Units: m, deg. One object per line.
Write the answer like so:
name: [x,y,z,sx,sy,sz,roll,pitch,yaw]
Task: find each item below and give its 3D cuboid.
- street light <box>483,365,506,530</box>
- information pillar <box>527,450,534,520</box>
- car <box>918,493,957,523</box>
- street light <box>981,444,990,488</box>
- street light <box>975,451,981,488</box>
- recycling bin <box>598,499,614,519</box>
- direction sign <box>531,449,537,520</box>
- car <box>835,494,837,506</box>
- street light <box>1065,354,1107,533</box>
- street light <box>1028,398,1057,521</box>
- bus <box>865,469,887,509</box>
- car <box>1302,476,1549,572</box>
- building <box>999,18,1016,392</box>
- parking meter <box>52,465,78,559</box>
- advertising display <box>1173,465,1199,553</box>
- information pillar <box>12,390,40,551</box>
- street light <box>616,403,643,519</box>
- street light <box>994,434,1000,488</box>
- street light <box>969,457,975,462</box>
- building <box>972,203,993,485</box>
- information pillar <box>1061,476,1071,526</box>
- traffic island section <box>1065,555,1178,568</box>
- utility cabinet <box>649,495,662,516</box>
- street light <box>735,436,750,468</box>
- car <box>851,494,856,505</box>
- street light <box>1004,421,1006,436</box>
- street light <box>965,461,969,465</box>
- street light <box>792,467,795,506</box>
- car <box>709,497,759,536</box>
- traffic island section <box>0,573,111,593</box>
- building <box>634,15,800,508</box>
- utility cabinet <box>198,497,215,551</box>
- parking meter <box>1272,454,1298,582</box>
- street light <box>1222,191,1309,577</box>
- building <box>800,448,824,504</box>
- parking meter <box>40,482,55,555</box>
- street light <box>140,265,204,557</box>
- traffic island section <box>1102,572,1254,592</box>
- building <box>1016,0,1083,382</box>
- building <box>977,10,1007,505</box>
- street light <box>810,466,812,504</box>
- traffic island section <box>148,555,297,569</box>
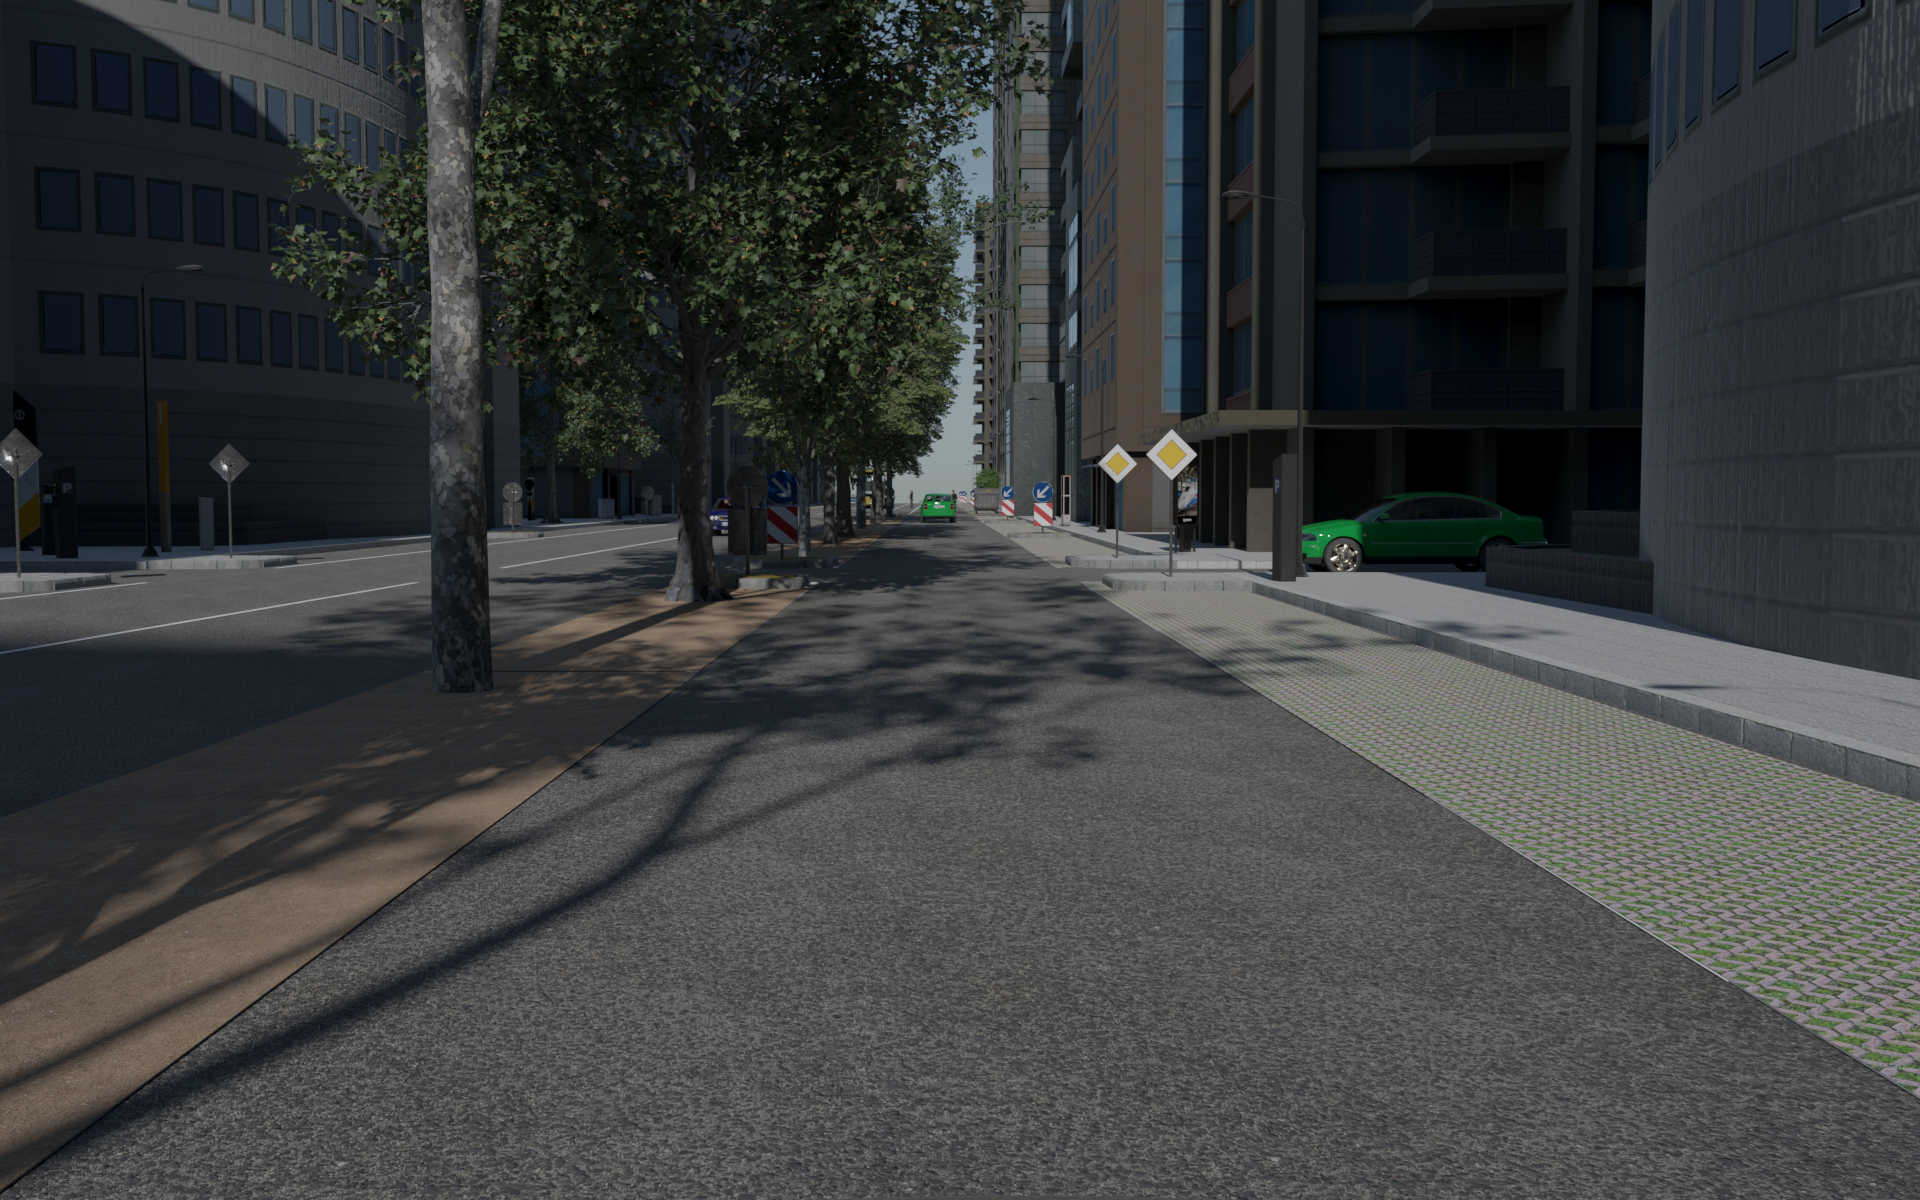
street light: [-16.317,-5.434,61.386,1.470,5.913,1.316,0,4,-1]
information pillar: [-20.956,-5.699,84.528,0.183,3.616,0.504,1,4,14]
car: [-1.114,-4.780,86.942,1.959,1.807,4.718,0,4,-2]
street light: [2.921,-11.456,159.851,1.470,5.913,1.316,0,4,-1]
street light: [2.602,-13.053,185.960,1.470,5.913,1.316,0,4,-1]
recycling bin: [-18.213,-4.687,89.180,0.722,1.027,0.722,-1,4,-20]
direction sign: [-21.060,-5.707,85.309,0.379,3.537,0.876,-1,4,-9]
car: [-13.205,-10.368,181.321,2.131,1.459,4.920,0,4,1]
street light: [4.191,-5.203,57.618,1.470,5.913,1.316,0,4,-1]
street light: [3.992,-6.800,83.729,1.470,5.913,1.316,0,4,-1]
bus: [-8.492,-11.052,172.243,2.896,3.916,12.252,0,3,0]
car: [8.077,-1.366,31.125,4.718,1.807,1.959,0,4,-1]
building: [18.501,-35.624,171.690,28.713,52.752,27.495,0,4,-1]
parking meter: [-17.837,-1.761,34.506,0.255,1.863,0.399,3,5,44]
advertising display: [4.966,-2.014,38.137,0.123,1.923,0.974,3,4,36]
information pillar: [-20.996,-2.910,38.939,0.504,3.616,0.183,0,4,-5]
street light: [-16.711,-7.031,87.493,1.470,5.913,1.316,0,4,-1]
street light: [3.293,-9.859,133.743,1.470,5.913,1.316,0,4,-1]
street light: [2.164,-14.946,216.907,1.470,5.913,1.316,0,4,-1]
building: [13.013,-36.694,254.568,22.147,44.769,28.867,0,4,-1]
information pillar: [4.214,-3.943,68.967,0.304,2.012,0.304,-1,4,-14]
traffic island section: [3.174,-0.765,34.792,2.009,0.180,2.903,0,4,-1]
utility cabinet: [-18.225,-5.659,103.692,0.306,1.237,1.020,1,4,18]
street light: [-17.260,-10.092,137.547,1.470,5.913,1.316,0,4,-1]
car: [-12.415,-11.573,201.218,2.014,1.417,4.499,0,4,-2]
street light: [3.473,-8.397,109.835,1.470,5.913,1.316,0,4,-1]
street light: [1.770,-16.543,243.015,1.470,5.913,1.316,0,4,-1]
street light: [-18.122,-13.547,194.042,1.470,5.913,1.316,0,4,-1]
car: [-7.815,-2.910,60.162,1.945,1.354,3.894,0,4,-2]
traffic island section: [-14.459,-0.263,26.576,2.009,0.180,2.903,0,4,-1]
building: [-30.831,-40.621,206.157,21.231,58.520,28.212,0,4,-1]
utility cabinet: [-17.224,-1.740,39.612,0.306,1.237,1.020,-2,4,-25]
parking meter: [4.769,-1.207,25.442,0.255,1.863,0.399,-1,4,-11]
street light: [4.709,-3.312,26.699,1.470,5.913,1.316,0,4,-1]
building: [-26.913,-35.018,256.135,14.154,41.232,14.086,0,4,-1]
parking meter: [-19.093,-1.710,36.370,0.372,1.533,0.369,0,3,0]
street light: [-16.037,-3.837,35.276,1.470,5.913,1.316,0,4,-1]
traffic island section: [3.281,-0.277,26.807,2.009,0.180,2.903,0,4,-1]
building: [10.836,-26.740,120.785,14.154,41.232,14.086,0,4,-1]
building: [12.653,-48.368,229.062,20.563,71.187,20.611,0,4,-1]
street light: [-18.487,-15.164,220.469,1.470,5.913,1.316,0,4,-1]
traffic island section: [-14.566,-0.751,34.560,2.009,0.180,2.903,0,4,-1]
